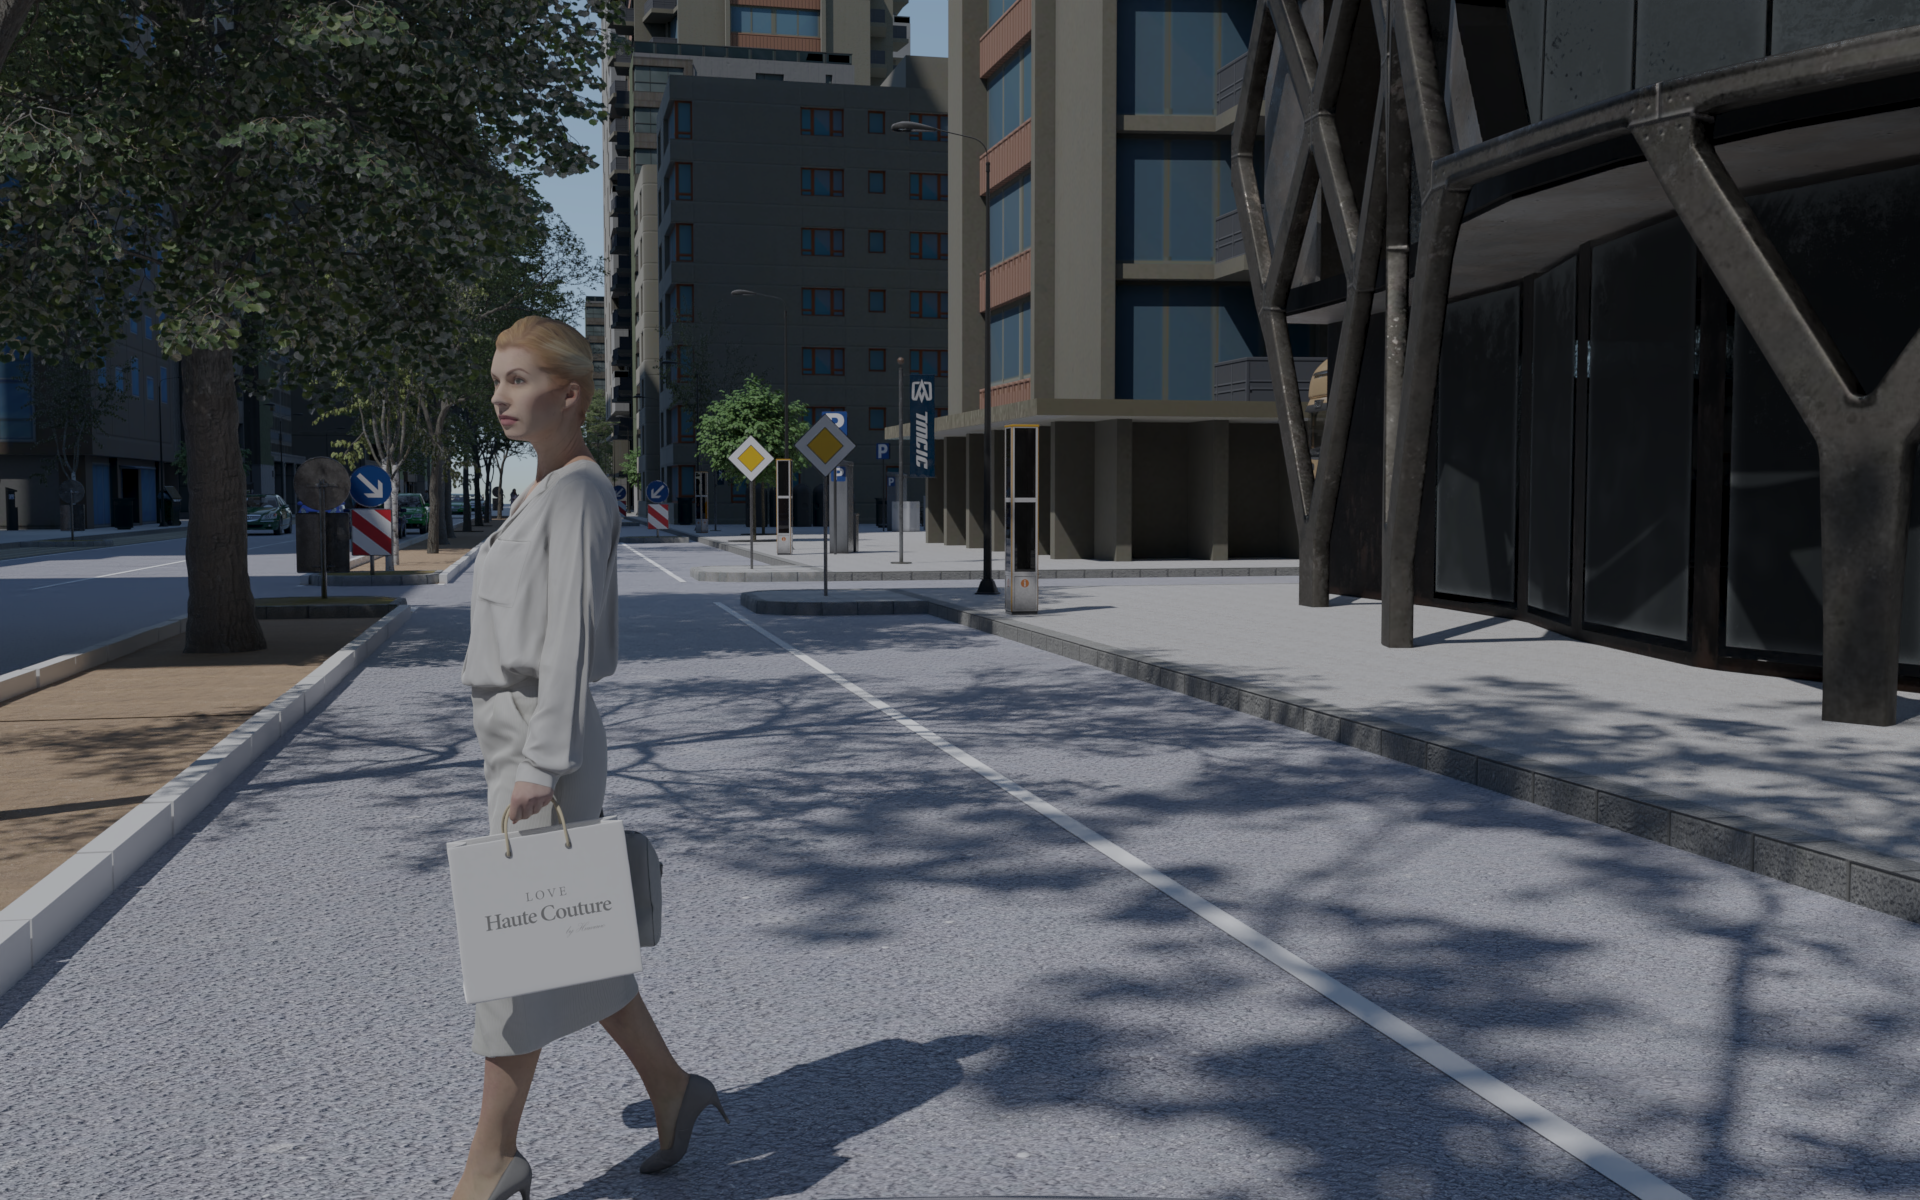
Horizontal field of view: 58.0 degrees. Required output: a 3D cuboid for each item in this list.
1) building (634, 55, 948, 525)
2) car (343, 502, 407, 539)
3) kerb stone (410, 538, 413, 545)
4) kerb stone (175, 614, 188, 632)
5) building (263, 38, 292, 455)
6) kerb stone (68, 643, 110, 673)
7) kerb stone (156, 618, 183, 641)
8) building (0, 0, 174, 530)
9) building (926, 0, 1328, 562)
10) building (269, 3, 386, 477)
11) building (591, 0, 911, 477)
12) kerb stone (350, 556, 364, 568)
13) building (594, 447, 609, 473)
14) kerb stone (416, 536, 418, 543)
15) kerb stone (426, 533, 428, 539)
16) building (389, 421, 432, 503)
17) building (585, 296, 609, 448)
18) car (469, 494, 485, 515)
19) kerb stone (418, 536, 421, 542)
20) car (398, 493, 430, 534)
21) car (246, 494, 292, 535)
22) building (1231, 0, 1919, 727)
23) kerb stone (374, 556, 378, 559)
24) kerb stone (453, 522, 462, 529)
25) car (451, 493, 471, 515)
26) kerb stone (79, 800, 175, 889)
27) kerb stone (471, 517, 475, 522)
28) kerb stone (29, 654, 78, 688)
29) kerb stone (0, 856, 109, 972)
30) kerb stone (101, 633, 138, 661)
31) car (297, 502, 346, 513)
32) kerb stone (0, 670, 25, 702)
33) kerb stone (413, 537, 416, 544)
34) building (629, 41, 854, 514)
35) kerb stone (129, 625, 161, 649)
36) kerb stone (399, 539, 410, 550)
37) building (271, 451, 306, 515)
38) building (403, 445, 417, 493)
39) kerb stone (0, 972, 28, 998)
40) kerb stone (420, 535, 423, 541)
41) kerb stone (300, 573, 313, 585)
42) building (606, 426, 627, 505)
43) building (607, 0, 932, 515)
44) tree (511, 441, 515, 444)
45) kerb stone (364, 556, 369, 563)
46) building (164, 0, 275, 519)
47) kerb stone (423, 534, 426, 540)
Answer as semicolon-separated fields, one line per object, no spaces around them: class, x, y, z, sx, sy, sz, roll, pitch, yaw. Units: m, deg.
building;-1.866;-14.915;88.901;27.650;21.520;28.899;-1;4;-13
car;-19.049;-2.687;56.514;1.945;1.354;3.894;-1;4;-15
kerb stone;-15.209;-1.554;47.610;0.120;0.150;1.000;-1;4;-13
kerb stone;-8.139;0.246;18.178;0.120;0.150;1.000;-1;4;-13
building;-62.904;-26.560;126.136;32.217;40.220;23.993;-1;4;-13
kerb stone;-7.178;0.492;14.191;0.120;0.150;1.000;-1;4;-13
kerb stone;-7.902;0.316;17.176;0.120;0.150;1.000;-1;4;-13
building;-39.675;-25.473;66.598;14.600;45.320;14.200;-1;4;-13
building;12.925;-23.797;43.707;28.867;44.769;22.147;-1;4;-13
building;-61.967;-32.166;149.617;21.300;48.544;21.600;-1;4;-13
building;-20.002;-35.261;165.762;28.713;52.752;27.495;-1;4;-13
kerb stone;-12.097;-0.759;34.653;0.120;0.150;1.000;-1;4;-13
building;-37.741;-56.143;230.609;22.319;86.520;31.000;-1;4;-13
kerb stone;-15.687;-1.676;49.597;0.120;0.150;1.000;-1;4;-13
kerb stone;-16.643;-1.920;53.594;0.120;0.150;1.000;-1;4;-13
building;-80.825;-34.025;239.907;14.154;41.232;14.086;-1;4;-13
building;-47.537;-29.445;253.126;14.160;30.474;14.107;-1;4;-13
car;-34.450;-6.765;122.402;2.131;1.459;4.920;-1;4;-15
kerb stone;-15.917;-1.738;50.605;0.120;0.150;1.000;-1;4;-13
car;-20.281;-3.318;63.049;1.959;1.807;4.718;-1;4;-15
car;-24.840;-3.033;61.390;2.131;1.459;4.920;-1;4;-14
building;11.670;-9.017;14.874;16.820;18.784;16.811;-1;4;-13
kerb stone;-12.815;-0.946;37.658;0.120;0.150;1.000;-1;4;-13
kerb stone;-21.910;-3.258;75.532;0.120;0.150;1.000;-1;4;-13
car;-30.338;-5.821;103.972;1.959;1.807;4.718;-1;4;-13
kerb stone;-3.226;0.949;6.714;0.120;0.150;1.000;-1;4;-13
kerb stone;-26.458;-4.420;94.470;0.120;0.150;1.000;-1;4;-13
kerb stone;-6.933;0.551;13.192;0.120;0.150;1.000;-1;4;-13
kerb stone;-2.986;1.012;5.720;0.120;0.150;1.000;-1;4;-13
kerb stone;-7.409;0.429;15.186;0.120;0.150;1.000;-1;4;-13
car;-27.481;-3.978;74.637;1.945;1.707;3.694;-1;4;-15
kerb stone;-6.711;0.614;12.195;0.120;0.150;1.000;-1;4;-13
kerb stone;-15.441;-1.615;48.605;0.120;0.150;1.000;-1;4;-13
building;-14.920;-21.045;115.780;14.160;30.474;14.107;-1;4;-13
kerb stone;-7.665;0.368;16.180;0.120;0.150;1.000;-1;4;-13
kerb stone;-14.969;-1.491;46.616;0.120;0.150;1.000;-1;4;-13
building;-51.810;-40.777;104.954;20.563;71.187;20.611;-1;4;-13
building;-70.284;-33.530;198.330;14.600;45.320;14.200;-1;4;-13
kerb stone;-2.743;1.069;4.721;0.120;0.150;1.000;-1;4;-13
kerb stone;-16.166;-1.797;51.604;0.120;0.150;1.000;-1;4;-13
kerb stone;-10.421;-0.336;27.691;0.120;0.150;1.000;-1;4;-13
building;-33.491;-46.933;205.607;20.563;71.187;20.611;-1;4;-13
building;-16.359;-29.540;137.610;22.147;44.769;28.867;-1;4;-13
tree;-24.947;-8.488;91.598;4.737;8.622;4.395;0;3;0
kerb stone;-12.332;-0.823;35.651;0.120;0.150;1.000;-1;4;-13
building;-44.098;-19.413;89.109;14.160;30.474;14.107;-1;4;-13
kerb stone;-16.402;-1.860;52.601;0.120;0.150;1.000;-1;4;-13
